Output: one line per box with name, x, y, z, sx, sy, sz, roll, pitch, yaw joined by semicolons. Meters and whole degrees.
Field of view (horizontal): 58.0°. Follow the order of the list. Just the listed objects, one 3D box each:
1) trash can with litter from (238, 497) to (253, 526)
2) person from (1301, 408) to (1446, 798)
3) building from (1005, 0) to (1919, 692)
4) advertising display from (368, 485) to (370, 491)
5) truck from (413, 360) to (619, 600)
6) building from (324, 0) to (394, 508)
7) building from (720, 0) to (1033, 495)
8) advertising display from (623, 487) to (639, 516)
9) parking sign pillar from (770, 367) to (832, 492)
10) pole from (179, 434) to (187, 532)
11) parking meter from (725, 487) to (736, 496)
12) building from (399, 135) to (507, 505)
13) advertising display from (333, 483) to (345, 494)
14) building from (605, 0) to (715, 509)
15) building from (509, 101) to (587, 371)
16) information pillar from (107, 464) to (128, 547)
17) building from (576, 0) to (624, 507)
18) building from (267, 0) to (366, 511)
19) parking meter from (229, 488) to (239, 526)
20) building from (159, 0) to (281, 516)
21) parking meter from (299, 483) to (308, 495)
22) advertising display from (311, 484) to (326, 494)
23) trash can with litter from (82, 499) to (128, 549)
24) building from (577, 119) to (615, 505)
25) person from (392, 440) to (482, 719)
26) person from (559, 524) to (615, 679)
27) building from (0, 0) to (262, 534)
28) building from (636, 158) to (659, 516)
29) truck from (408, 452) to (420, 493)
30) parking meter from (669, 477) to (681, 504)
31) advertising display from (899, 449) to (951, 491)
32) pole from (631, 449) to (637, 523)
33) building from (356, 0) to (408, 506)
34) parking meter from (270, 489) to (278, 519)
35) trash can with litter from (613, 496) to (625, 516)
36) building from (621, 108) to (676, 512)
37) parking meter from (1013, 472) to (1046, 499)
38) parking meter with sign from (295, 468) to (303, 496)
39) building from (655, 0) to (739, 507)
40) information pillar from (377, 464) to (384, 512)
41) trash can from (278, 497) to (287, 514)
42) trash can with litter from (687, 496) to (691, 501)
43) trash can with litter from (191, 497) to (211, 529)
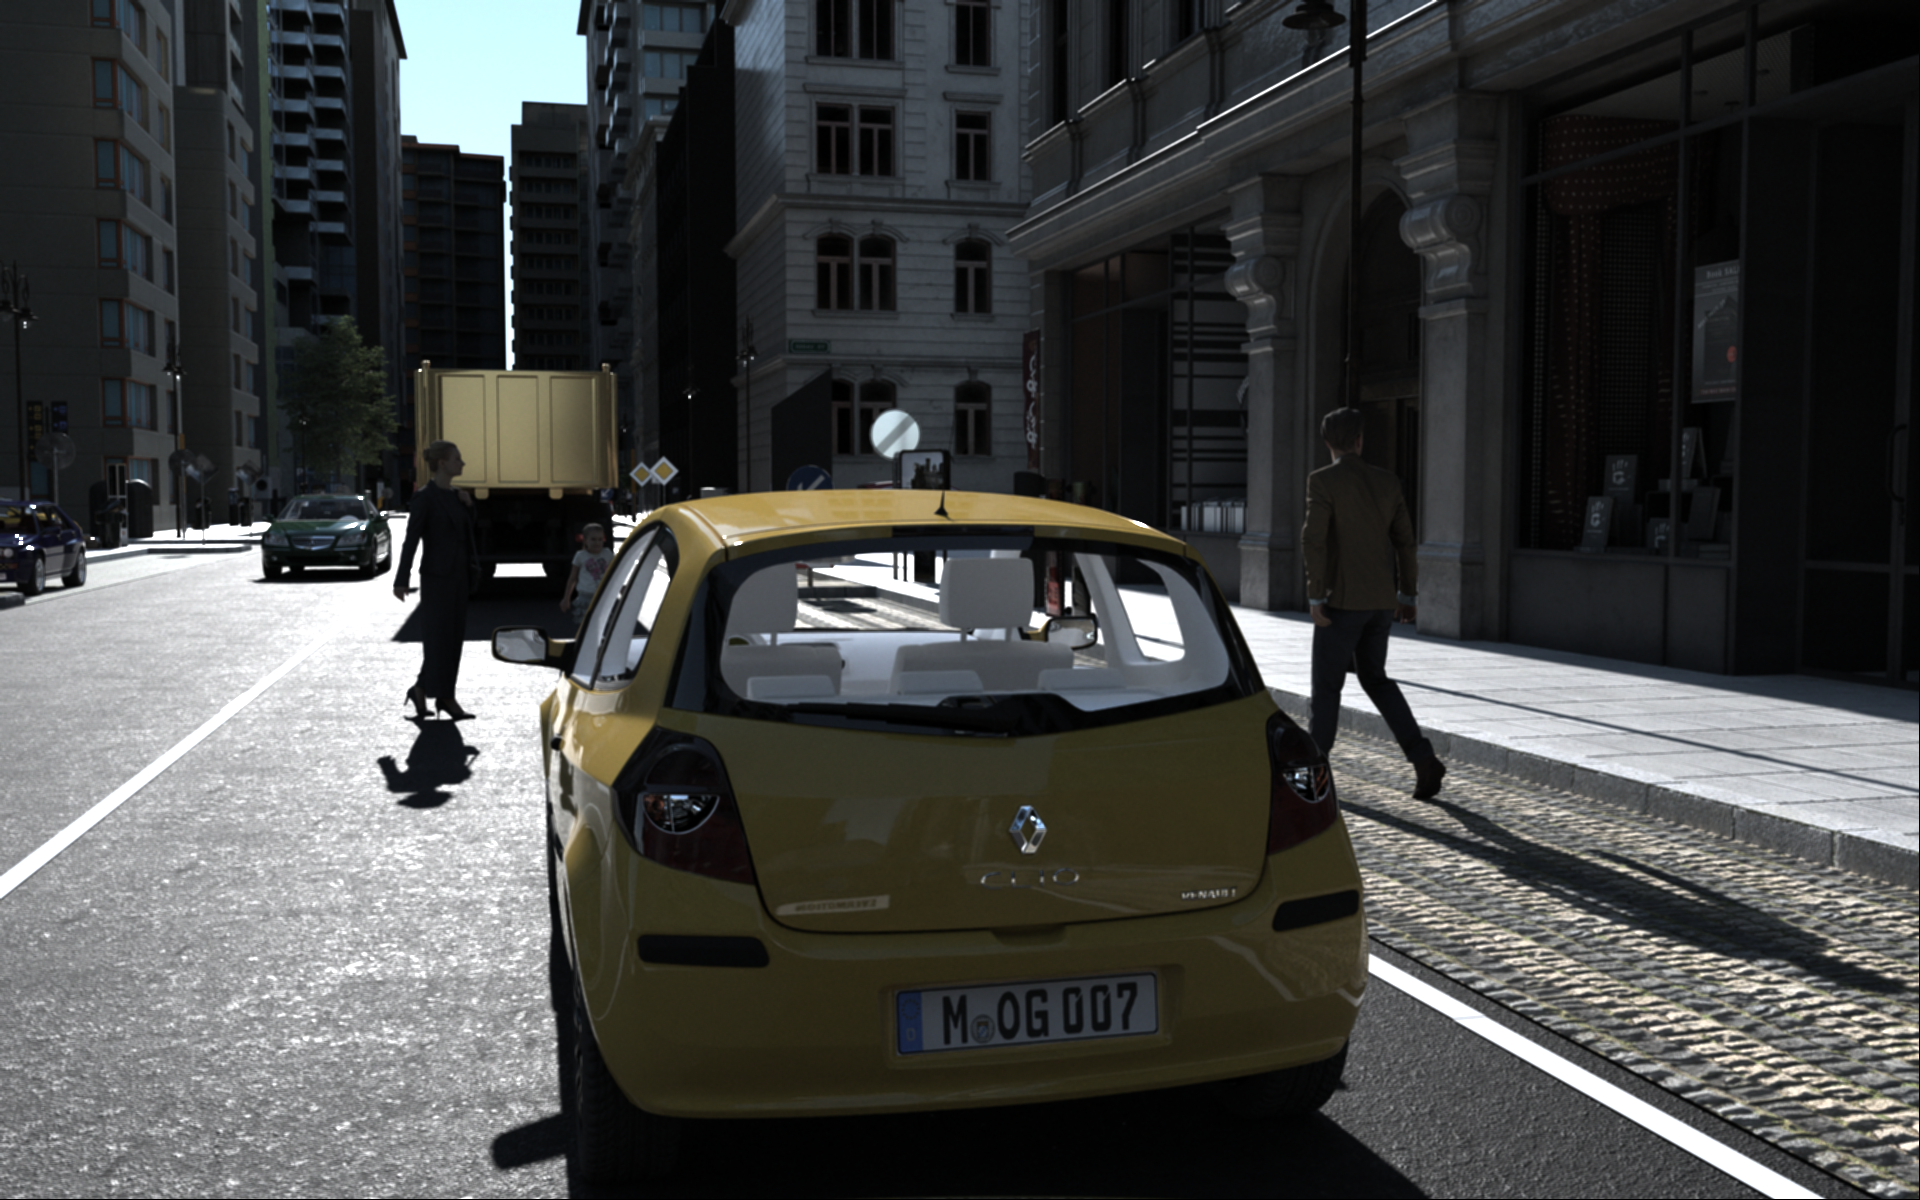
trash can with litter;-28.547;-3.527;69.056;0.624;1.170;1.055;-2;4;-32
person;1.895;0.016;8.146;0.836;1.842;0.656;2;4;31
building;5.628;-10.756;26.770;10.553;20.767;40.483;-1;4;-14
advertising display;-41.505;-7.123;121.676;0.123;1.923;0.974;-1;4;-17
truck;-6.928;-1.908;27.115;3.469;3.379;9.791;-1;4;-14
building;-59.491;-31.009;157.100;14.600;45.320;14.200;-1;4;-14
building;3.605;-16.887;63.491;23.554;28.519;14.401;-1;4;-14
advertising display;-19.647;-6.003;103.365;0.974;1.923;0.123;1;4;19
parking sign pillar;-3.395;-2.968;36.994;1.447;3.967;1.447;-1;4;-10
pole;-26.251;-3.955;58.513;0.158;3.312;0.155;0;3;0
parking meter;-7.883;-3.118;59.398;0.372;1.533;0.369;0;3;0
building;-70.480;-34.166;213.231;28.867;44.769;22.147;-1;4;-14
advertising display;-35.485;-5.734;98.961;0.974;1.923;0.123;2;4;35
building;-18.038;-32.204;146.143;23.786;49.044;30.456;-1;4;-14
building;-45.661;-36.420;219.167;21.600;48.544;21.300;-1;4;-14
information pillar;-20.450;-2.297;42.049;0.304;2.012;0.304;1;4;16
building;-23.163;-35.801;174.578;28.713;52.752;27.495;-1;4;-14
building;-57.815;-50.172;132.978;22.319;86.520;31.000;-1;4;-14
parking meter;-29.370;-3.771;70.062;0.372;1.533;0.369;0;3;0
building;-46.047;-25.156;94.895;14.154;41.232;14.086;-1;4;-14
parking meter;-33.741;-5.098;89.062;0.255;1.863;0.399;2;4;26
advertising display;-42.103;-6.636;113.716;0.123;1.923;0.974;3;4;37
trash can with litter;-20.114;-1.785;40.580;0.624;1.170;1.055;2;4;28
building;-35.459;-31.200;193.706;14.154;41.232;14.086;-1;4;-14
person;-3.350;-0.130;11.050;0.534;1.772;0.576;0;4;-2
person;-2.751;0.028;13.063;0.505;1.210;0.382;-3;4;-36
building;-43.377;-13.473;65.315;27.650;21.520;28.899;-1;4;-14
building;-12.272;-15.093;95.929;9.793;20.994;18.267;-1;4;-14
truck;-29.686;-6.719;98.763;2.839;4.237;11.283;-1;4;-14
parking meter;-9.891;-3.327;60.104;0.399;1.863;0.255;-1;4;-13
advertising display;-0.513;-1.216;25.095;0.123;1.923;0.974;-3;5;-44
pole;-14.638;-5.128;77.685;0.158;3.312;0.155;0;3;0
building;-71.356;-35.971;177.358;27.495;52.752;28.713;-1;4;-14
parking meter;-35.848;-5.020;90.486;0.372;1.533;0.369;0;3;0
trash can with litter;-19.725;-5.398;99.652;1.055;1.170;0.624;-1;4;-19
building;-15.014;-20.138;116.650;14.401;28.519;23.554;-1;4;-14
parking meter;0.789;-0.691;19.708;0.372;1.533;0.369;0;3;0
parking meter with sign;-43.288;-7.182;113.681;0.543;3.016;1.738;-1;4;-21
building;-7.021;-15.275;79.419;12.332;23.373;15.834;-1;4;-14
information pillar;-41.056;-8.032;122.676;0.504;3.616;0.183;-3;5;-44
trash can;-36.116;-4.915;92.006;0.748;1.137;0.748;0;3;0
trash can with litter;-10.941;-3.587;69.698;1.678;1.210;2.233;-1;4;-12
trash can with litter;-27.732;-3.162;63.093;1.055;1.170;0.624;3;5;42
